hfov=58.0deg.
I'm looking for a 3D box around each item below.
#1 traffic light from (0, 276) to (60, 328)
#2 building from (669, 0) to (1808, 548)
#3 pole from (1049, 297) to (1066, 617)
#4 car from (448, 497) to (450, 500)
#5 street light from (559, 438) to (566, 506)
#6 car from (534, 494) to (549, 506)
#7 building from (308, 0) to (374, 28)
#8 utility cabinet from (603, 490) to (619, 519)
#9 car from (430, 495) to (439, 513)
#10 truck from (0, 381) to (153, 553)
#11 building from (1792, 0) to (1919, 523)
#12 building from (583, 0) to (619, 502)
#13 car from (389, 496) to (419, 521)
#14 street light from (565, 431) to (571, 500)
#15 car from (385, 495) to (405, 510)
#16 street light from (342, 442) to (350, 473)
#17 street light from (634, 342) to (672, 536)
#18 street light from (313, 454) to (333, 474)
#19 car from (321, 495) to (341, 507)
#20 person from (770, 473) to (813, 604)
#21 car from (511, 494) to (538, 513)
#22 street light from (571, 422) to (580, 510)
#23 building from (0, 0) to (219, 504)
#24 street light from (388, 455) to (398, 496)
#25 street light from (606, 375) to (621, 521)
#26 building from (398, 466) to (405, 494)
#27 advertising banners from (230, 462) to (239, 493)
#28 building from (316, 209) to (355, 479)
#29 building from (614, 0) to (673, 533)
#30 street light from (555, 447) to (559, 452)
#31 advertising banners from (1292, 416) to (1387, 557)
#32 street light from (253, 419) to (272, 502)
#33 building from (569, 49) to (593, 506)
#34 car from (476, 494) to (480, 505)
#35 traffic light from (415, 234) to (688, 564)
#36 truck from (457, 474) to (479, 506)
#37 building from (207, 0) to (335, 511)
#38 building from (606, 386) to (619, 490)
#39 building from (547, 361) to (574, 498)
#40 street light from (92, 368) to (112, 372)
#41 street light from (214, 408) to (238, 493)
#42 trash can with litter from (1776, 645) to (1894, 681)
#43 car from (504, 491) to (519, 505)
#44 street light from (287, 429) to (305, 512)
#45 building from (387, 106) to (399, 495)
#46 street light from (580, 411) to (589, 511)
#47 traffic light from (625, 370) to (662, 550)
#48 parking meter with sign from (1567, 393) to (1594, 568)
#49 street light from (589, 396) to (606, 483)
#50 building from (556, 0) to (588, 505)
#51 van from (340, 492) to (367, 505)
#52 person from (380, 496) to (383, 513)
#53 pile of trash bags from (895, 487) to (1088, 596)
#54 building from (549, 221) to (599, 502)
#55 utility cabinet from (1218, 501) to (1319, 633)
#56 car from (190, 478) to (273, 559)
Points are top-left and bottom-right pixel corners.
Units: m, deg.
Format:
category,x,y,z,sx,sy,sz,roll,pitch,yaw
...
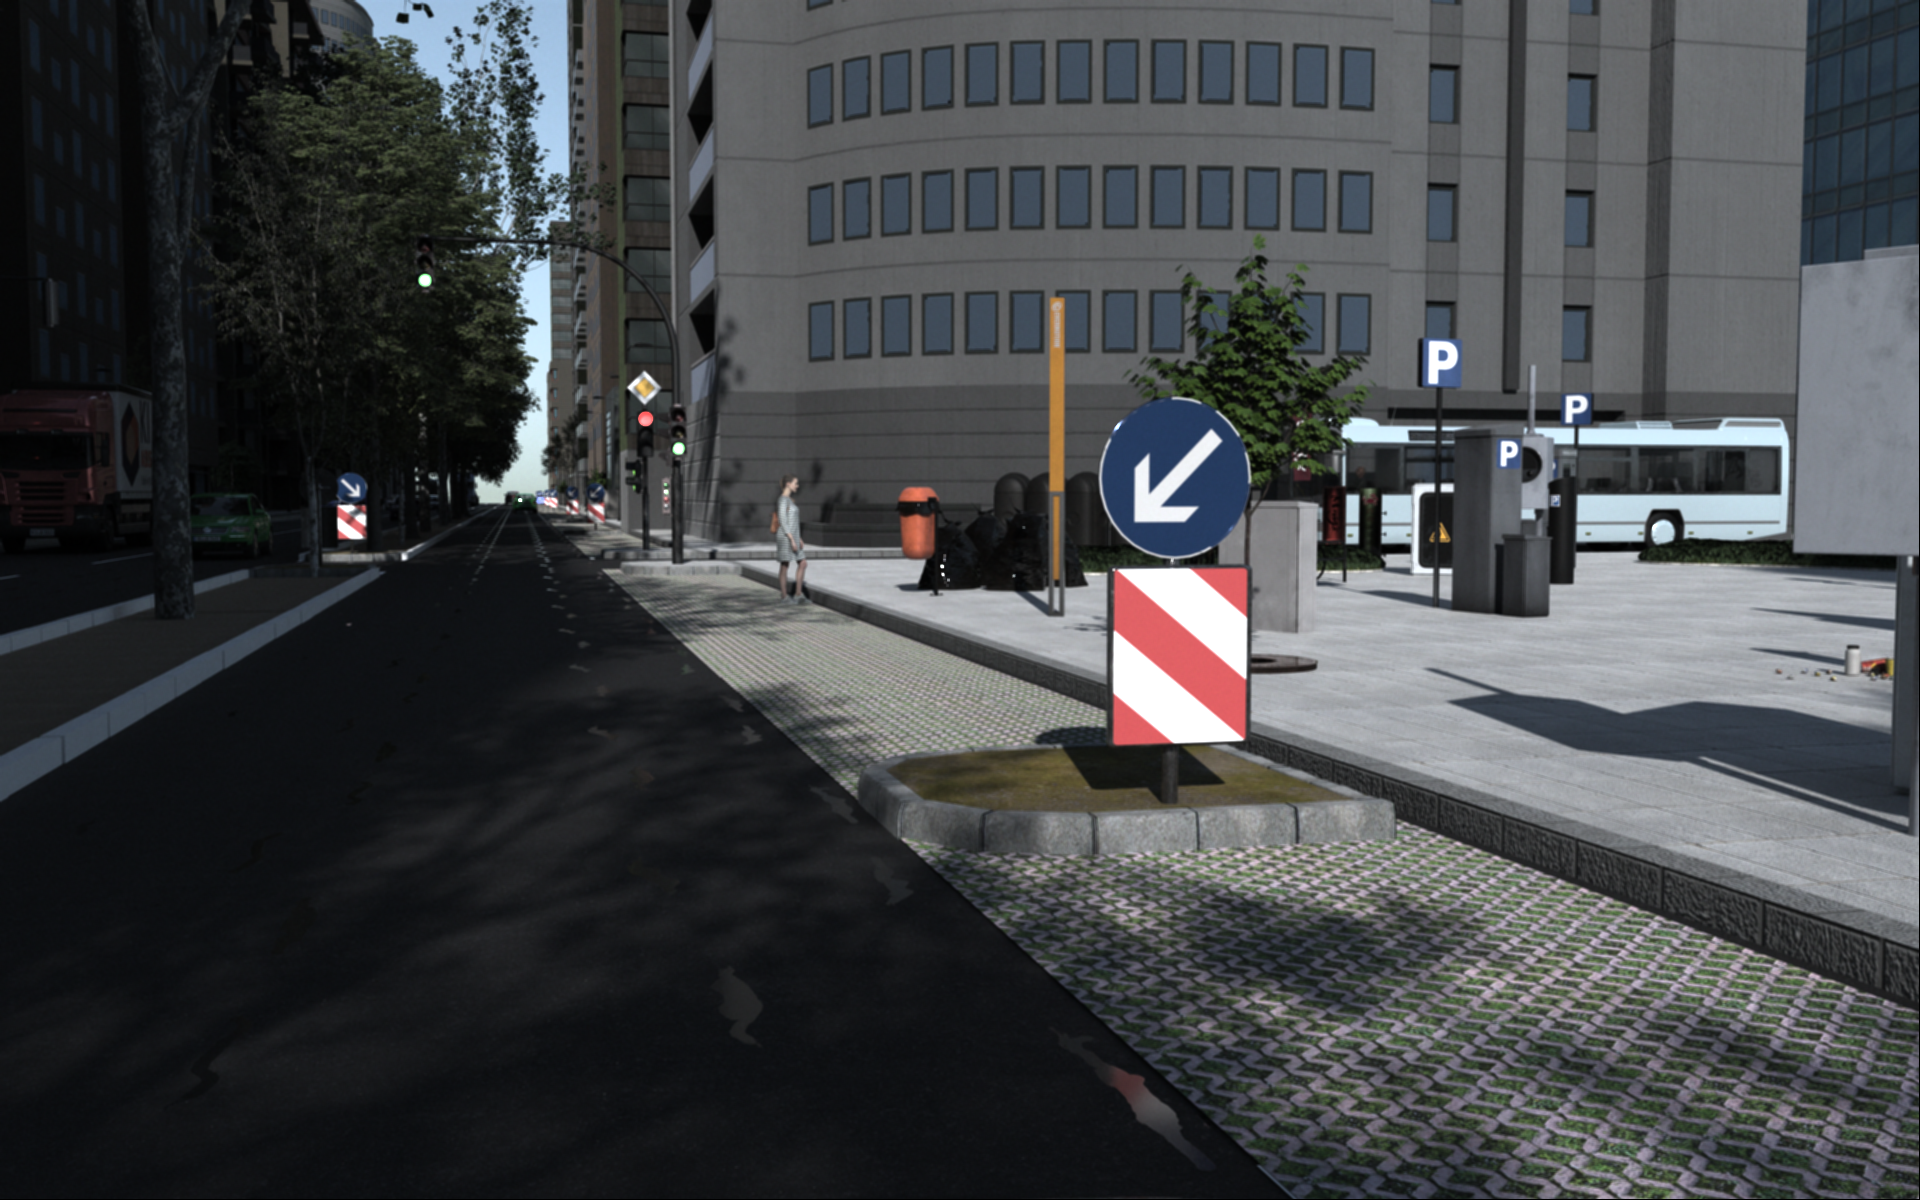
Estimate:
category,x,y,z,sx,sy,sz,roll,pitch,yaw
traffic light,-21.278,-3.746,35.908,4.771,5.953,1.251,-1,4,-14
building,6.184,-31.158,51.427,28.212,58.520,21.231,-1,4,-14
pole,1.017,-1.484,18.107,0.158,3.312,0.155,0,3,0
car,-70.973,-13.757,237.287,2.083,1.381,4.827,-1,4,-15
street light,-31.987,-10.392,142.452,1.470,5.913,1.316,-1,4,-14
car,-51.288,-12.413,212.545,1.945,1.707,3.694,-1,4,-14
building,-78.498,-40.248,200.056,21.231,58.520,28.212,-1,4,-14
utility cabinet,-18.008,-4.952,89.643,0.318,1.500,1.173,1,4,22
car,-40.724,-7.371,133.102,1.945,1.354,3.894,-1,4,-14
truck,-22.879,-3.457,45.442,2.839,4.237,11.283,-1,4,-15
building,35.253,-24.826,56.014,14.200,45.320,14.600,-1,4,-14
building,-25.407,-30.658,151.363,14.600,45.320,14.200,-1,4,-14
car,-30.119,-5.014,94.558,1.945,1.354,3.894,-1,4,-13
street light,-28.182,-9.508,128.001,1.470,5.913,1.316,-1,4,-14
car,-51.827,-8.995,159.429,2.083,1.381,4.827,-1,4,-13
street light,-54.721,-11.016,152.657,1.470,5.913,1.316,-1,4,-14
street light,-9.288,-4.940,53.315,1.470,5.913,1.316,-1,4,-14
street light,-50.988,-10.127,138.115,1.470,5.913,1.316,-1,4,-14
car,-46.555,-7.229,127.786,1.945,1.707,3.694,-1,4,-15
person,-2.218,-0.794,22.492,0.522,1.701,0.512,0,4,7
car,-32.822,-7.446,130.545,1.959,1.807,4.718,-1,4,-15
street light,-24.108,-8.516,111.781,1.470,5.913,1.316,-1,4,-14
building,-43.978,-26.384,81.490,14.600,45.320,14.200,-1,4,-14
street light,-71.666,-15.092,219.290,1.470,5.913,1.316,-1,4,-14
street light,-12.943,-5.826,67.804,1.470,5.913,1.316,-1,4,-14
building,-87.231,-29.271,250.277,14.160,30.474,14.107,-1,4,-14
advertising banners,-40.559,-6.159,96.895,0.090,3.025,2.074,-1,4,-12
building,-67.246,-24.287,168.791,14.160,30.474,14.107,-1,4,-14
building,-6.790,-18.219,69.586,14.160,30.474,14.107,-1,4,-14
street light,-35.763,-11.316,157.557,1.470,5.913,1.316,-1,4,-14
advertising banners,7.510,-2.349,34.593,2.074,3.025,0.090,2,4,34
street light,-43.662,-8.355,109.141,1.470,5.913,1.316,-1,4,-14
building,-27.170,-33.915,174.111,23.786,49.044,30.456,-1,4,-14
car,-65.215,-13.600,231.407,2.155,1.783,4.494,-1,4,-16
traffic light,-7.223,-3.450,31.069,4.771,5.953,1.251,-1,4,-14
truck,-60.941,-13.703,213.803,2.967,4.110,18.799,-1,4,-14
building,-65.685,-30.068,146.230,22.147,44.769,28.867,-1,4,-14
building,-8.548,-48.087,98.896,22.319,86.520,31.000,-1,4,-14
building,-43.392,-24.327,242.783,27.650,21.520,28.899,-1,4,-14
street light,-32.022,-5.594,63.995,1.470,5.913,1.316,-1,4,-14
street light,-39.475,-7.371,93.057,1.470,5.913,1.316,-1,4,-14
trash can with litter,6.854,-0.034,11.620,1.678,1.210,2.233,-2,4,-27
car,-59.503,-13.568,230.507,2.281,1.827,5.304,-1,4,-14
street light,-47.379,-9.240,123.614,1.470,5.913,1.316,-1,4,-14
building,-86.153,-41.911,227.243,21.231,58.520,28.212,-1,4,-14
street light,-20.352,-7.612,96.994,1.470,5.913,1.316,-1,4,-14
traffic light,-7.189,-3.091,39.461,0.839,4.253,0.868,-1,4,-14
parking meter with sign,10.119,-2.030,29.450,0.543,3.016,1.738,3,5,43
street light,-16.748,-6.725,82.492,1.470,5.913,1.316,-1,4,-14
building,-40.254,-47.604,216.569,20.563,71.187,20.611,-1,4,-14
van,-42.381,-7.171,121.636,2.240,2.365,5.245,-1,4,-15
person,-43.997,-7.320,131.365,0.799,1.438,0.628,2,4,31
pile of trash bags,0.240,-0.824,23.222,1.912,1.369,3.447,2,4,32
building,-54.591,-35.367,261.848,14.154,41.232,14.086,-1,4,-14
utility cabinet,2.906,-0.320,16.396,0.306,1.237,1.020,-3,4,-38
car,-16.736,-1.865,39.282,1.959,1.807,4.718,-1,4,-15
